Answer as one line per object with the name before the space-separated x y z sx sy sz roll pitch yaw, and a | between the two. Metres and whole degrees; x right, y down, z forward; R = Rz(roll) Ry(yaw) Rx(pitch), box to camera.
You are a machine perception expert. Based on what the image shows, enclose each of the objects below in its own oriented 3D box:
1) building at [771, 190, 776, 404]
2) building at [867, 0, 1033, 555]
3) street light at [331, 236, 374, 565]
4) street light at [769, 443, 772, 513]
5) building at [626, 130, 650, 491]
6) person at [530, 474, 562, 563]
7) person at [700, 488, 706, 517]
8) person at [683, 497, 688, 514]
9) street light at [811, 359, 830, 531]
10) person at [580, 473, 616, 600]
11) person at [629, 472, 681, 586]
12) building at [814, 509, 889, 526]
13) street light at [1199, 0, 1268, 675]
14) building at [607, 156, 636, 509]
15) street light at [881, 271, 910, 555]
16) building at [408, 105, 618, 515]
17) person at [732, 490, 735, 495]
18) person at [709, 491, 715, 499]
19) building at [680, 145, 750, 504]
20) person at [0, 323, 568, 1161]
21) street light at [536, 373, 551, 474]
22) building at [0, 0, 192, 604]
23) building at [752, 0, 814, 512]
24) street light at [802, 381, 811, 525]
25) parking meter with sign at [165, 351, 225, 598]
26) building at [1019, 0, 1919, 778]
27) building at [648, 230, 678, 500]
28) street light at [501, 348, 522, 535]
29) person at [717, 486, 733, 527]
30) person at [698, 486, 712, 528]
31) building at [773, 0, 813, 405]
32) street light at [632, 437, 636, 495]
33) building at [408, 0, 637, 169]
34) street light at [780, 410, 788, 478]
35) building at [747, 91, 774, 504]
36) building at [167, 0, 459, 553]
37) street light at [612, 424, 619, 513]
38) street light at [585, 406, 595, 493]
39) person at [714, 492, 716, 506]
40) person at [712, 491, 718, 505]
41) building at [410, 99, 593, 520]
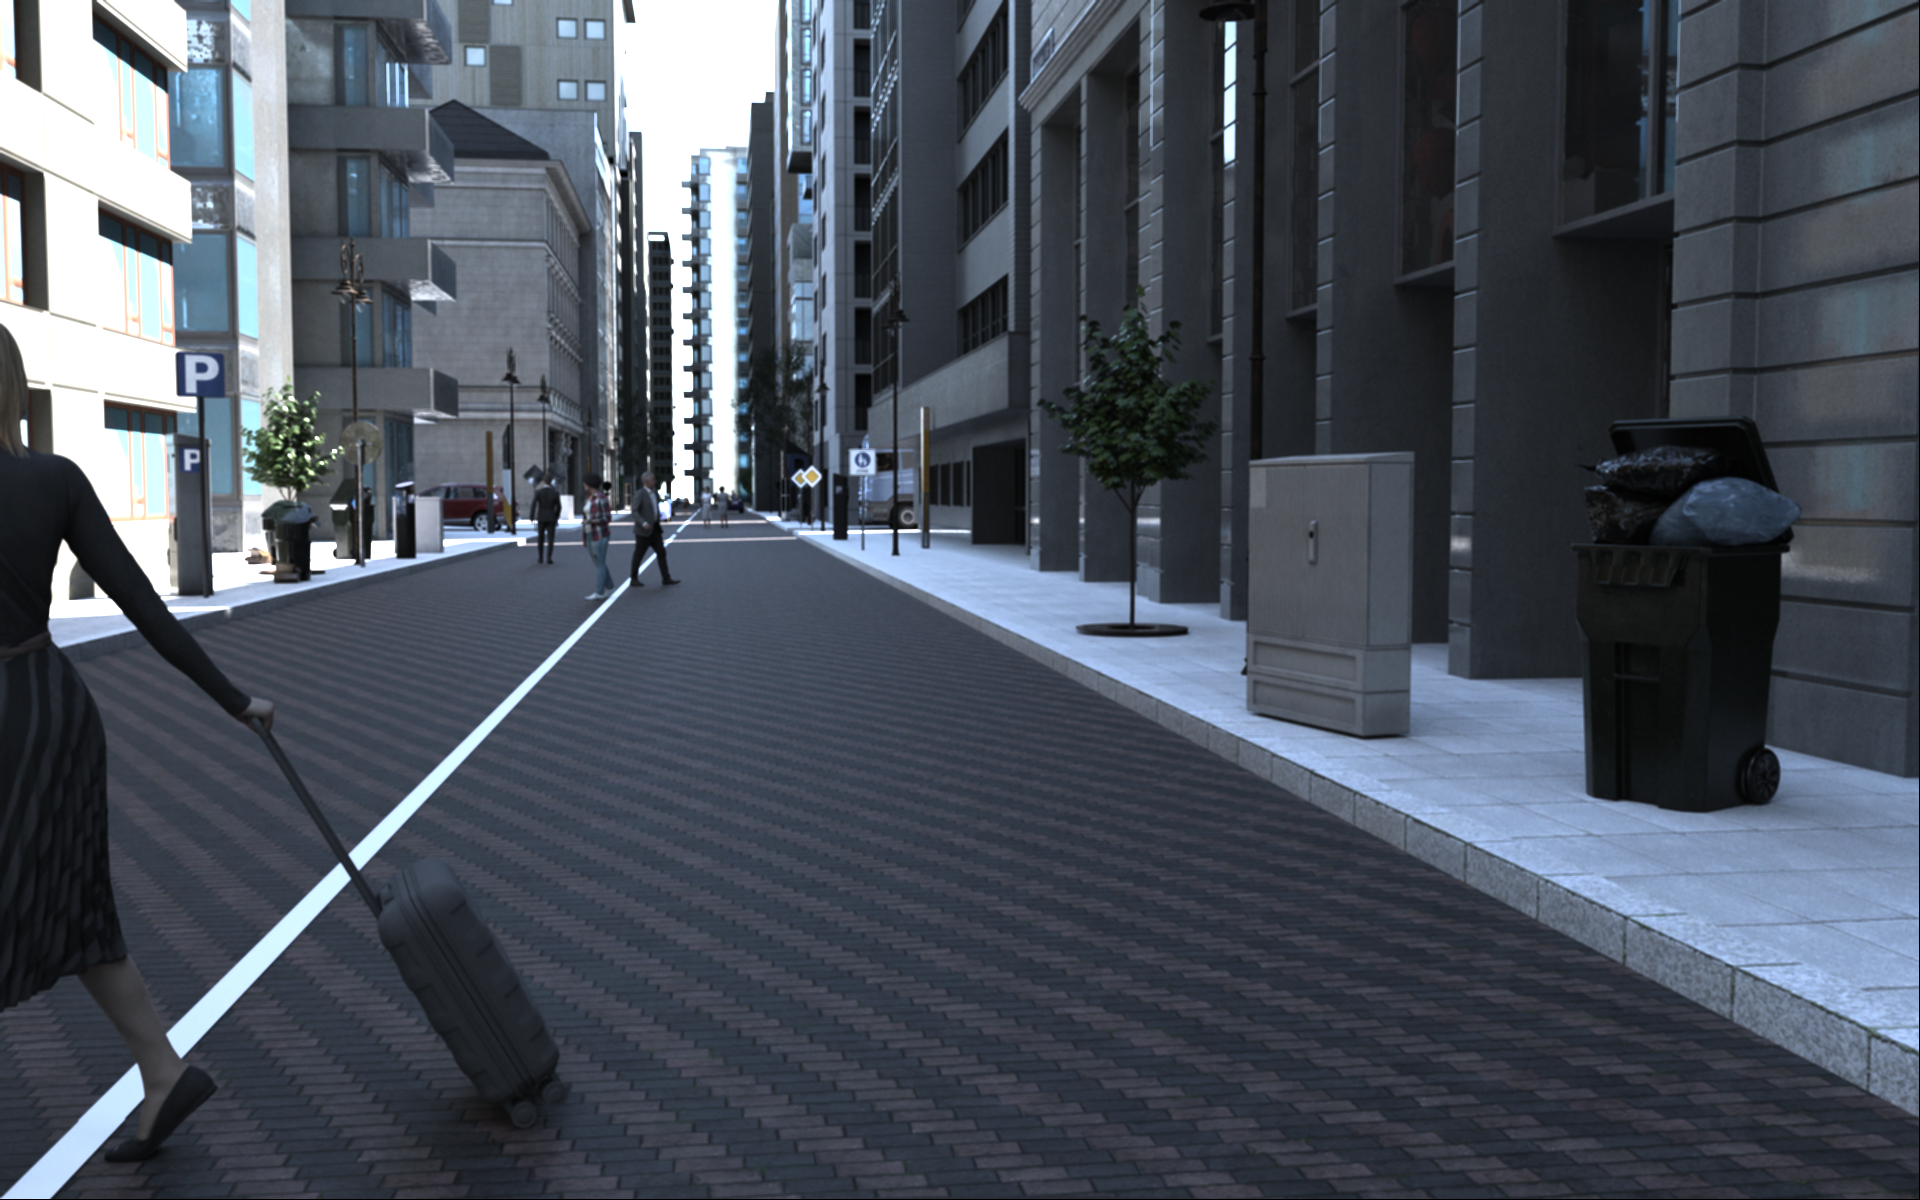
building | -11.287 -24.234 167.929 14.160 30.474 14.107 0 4 -8
building | 5.913 -13.802 44.735 14.314 24.678 30.058 0 4 -8
street light | -10.928 -3.578 31.295 0.468 5.910 1.993 0 4 -8
street light | -12.934 -8.900 118.296 0.468 5.910 1.993 0 4 -8
building | -41.521 -30.882 188.507 14.154 41.232 14.086 0 4 -8
person | -8.584 -1.687 35.862 0.659 1.850 0.755 -1 4 -16
person | -15.903 -6.087 107.866 0.795 1.843 0.661 1 4 21
person | -20.068 -6.930 126.476 0.373 1.253 0.362 2 4 27
street light | -4.720 -5.301 59.466 0.468 5.910 1.993 0 4 -8
person | -4.904 -0.869 23.547 0.643 1.720 0.563 -3 4 -37
person | -4.785 -1.106 26.975 0.834 1.777 0.661 1 4 21
building | 3.961 -39.166 78.611 20.611 71.187 20.563 0 4 -8
street light | 2.089 -2.406 12.131 0.468 5.910 1.993 0 4 -8
building | -35.072 -22.940 146.763 14.160 30.474 14.107 0 4 -8
street light | -1.349 -3.873 36.110 0.468 5.910 1.993 0 4 -8
building | -29.729 -18.231 116.099 12.078 24.808 19.932 0 4 -8
person | -19.519 -8.516 148.178 0.568 1.767 0.683 0 4 7
person | -23.478 -9.346 162.130 1.217 1.723 0.721 -1 4 -19
building | -22.776 -37.828 238.097 30.456 49.044 23.786 0 4 -8
person | -1.614 0.309 3.671 1.509 1.804 0.699 -1 4 -21
street light | -15.963 -5.734 66.543 0.468 5.910 1.993 0 4 -8
building | -23.092 -10.040 9.193 27.650 21.520 28.899 0 4 -8
building | -3.106 -49.364 119.776 22.319 86.520 31.000 0 4 -8
street light | -6.192 -6.011 71.072 0.468 5.910 1.993 0 4 -8
parking meter with sign | -9.798 -1.578 22.055 0.543 3.016 1.738 -2 4 -34
building | 8.584 -14.513 14.785 11.434 29.767 29.804 0 4 -8
building | -51.254 -33.394 237.877 23.993 40.220 32.217 0 4 -8
street light | -14.128 -5.008 54.675 0.468 5.910 1.993 0 4 -8
person | -10.160 -4.036 74.852 0.716 1.782 0.532 -1 4 -9
person | -10.718 -3.907 72.943 0.480 1.755 0.524 1 4 17
building | -9.227 -30.788 153.498 14.600 45.320 14.200 0 4 -8
street light | -26.098 -10.125 138.333 0.468 5.910 1.993 0 4 -8
building | -45.916 -35.311 166.578 28.713 52.752 27.495 0 4 -8
street light | -9.615 -7.471 94.933 0.468 5.910 1.993 0 4 -8
building | -14.284 -35.634 206.322 21.300 48.544 21.600 0 4 -8
building | -29.509 -25.958 44.026 30.456 49.044 23.786 0 4 -8
street light | -22.818 -8.696 114.965 0.468 5.910 1.993 0 4 -8
street light | -19.354 -7.212 90.709 0.468 5.910 1.993 0 4 -8
person | -29.775 -12.294 210.973 0.593 1.643 0.415 3 4 36
person | -24.849 -10.279 177.076 1.217 1.766 0.721 -1 4 -16
building | -25.027 -14.405 86.434 10.553 20.767 40.483 0 4 -8
